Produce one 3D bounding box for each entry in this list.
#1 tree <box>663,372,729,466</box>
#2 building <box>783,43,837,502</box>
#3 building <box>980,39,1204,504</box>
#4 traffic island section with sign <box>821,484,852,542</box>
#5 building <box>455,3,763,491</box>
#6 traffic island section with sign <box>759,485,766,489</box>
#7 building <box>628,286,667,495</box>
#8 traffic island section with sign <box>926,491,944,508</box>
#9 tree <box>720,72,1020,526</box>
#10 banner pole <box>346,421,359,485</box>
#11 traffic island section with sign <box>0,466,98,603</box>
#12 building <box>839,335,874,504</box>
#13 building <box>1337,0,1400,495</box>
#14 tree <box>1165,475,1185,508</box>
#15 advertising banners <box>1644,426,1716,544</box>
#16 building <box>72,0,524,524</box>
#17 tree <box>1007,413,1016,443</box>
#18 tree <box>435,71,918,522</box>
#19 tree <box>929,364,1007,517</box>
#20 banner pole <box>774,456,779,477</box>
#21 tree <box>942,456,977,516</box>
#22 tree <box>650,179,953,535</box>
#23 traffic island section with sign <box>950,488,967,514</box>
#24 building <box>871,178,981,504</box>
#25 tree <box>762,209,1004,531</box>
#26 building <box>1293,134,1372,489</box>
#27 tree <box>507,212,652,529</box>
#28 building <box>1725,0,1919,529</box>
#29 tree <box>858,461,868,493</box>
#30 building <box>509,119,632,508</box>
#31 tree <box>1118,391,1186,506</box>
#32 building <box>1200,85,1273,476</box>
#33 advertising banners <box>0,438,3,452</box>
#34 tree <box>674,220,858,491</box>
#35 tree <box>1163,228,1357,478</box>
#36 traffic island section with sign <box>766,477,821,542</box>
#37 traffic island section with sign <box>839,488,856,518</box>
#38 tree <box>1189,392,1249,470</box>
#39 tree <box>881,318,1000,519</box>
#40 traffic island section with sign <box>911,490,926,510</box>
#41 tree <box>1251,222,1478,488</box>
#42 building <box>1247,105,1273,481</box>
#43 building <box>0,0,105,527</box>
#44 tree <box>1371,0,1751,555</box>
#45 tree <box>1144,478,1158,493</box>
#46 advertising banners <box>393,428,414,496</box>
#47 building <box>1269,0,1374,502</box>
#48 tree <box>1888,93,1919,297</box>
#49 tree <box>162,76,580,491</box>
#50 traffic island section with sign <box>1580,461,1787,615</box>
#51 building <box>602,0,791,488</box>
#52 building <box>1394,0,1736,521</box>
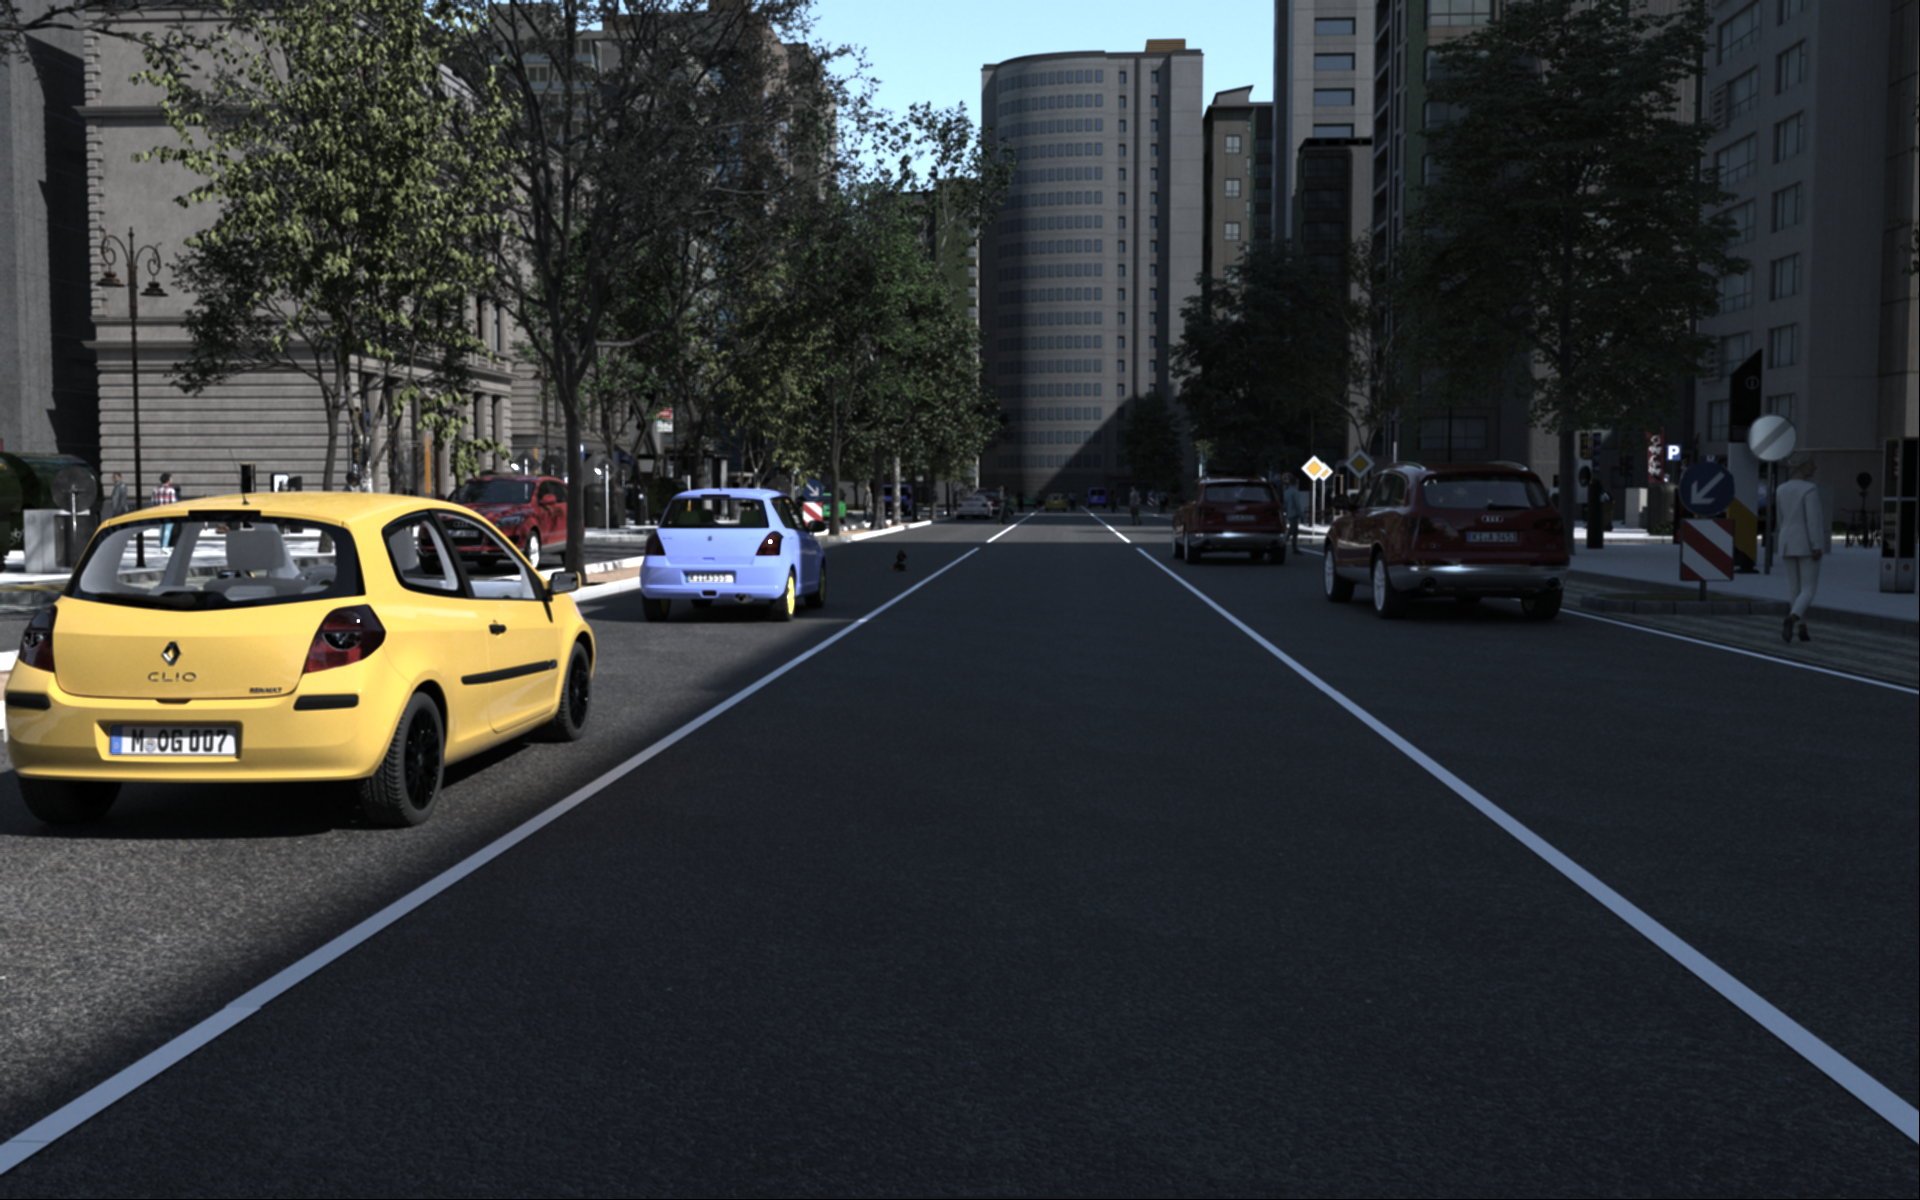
[{"bbox_3d":[-16.156,-9.419,104.369,4.360,8.622,3.978,0,3,0],"label":"tree"},{"bbox_3d":[-24.851,-34.317,184.780,21.600,48.544,21.300,0,4,3],"label":"building"},{"bbox_3d":[16.987,-41.999,228.675,28.212,58.520,21.231,0,4,3],"label":"building"},{"bbox_3d":[-4.368,-2.712,52.485,2.006,1.907,1.989,0,4,3],"label":"traffic island section with sign"},{"bbox_3d":[-33.107,-27.488,141.316,32.217,40.220,23.993,0,4,3],"label":"building"},{"bbox_3d":[-9.013,-4.269,78.418,1.989,1.847,2.006,0,4,3],"label":"traffic island section with sign"},{"bbox_3d":[-27.338,-14.770,108.943,16.820,18.784,16.811,0,4,3],"label":"building"},{"bbox_3d":[-2.685,-10.681,183.264,1.989,1.847,2.006,0,4,3],"label":"traffic island section with sign"},{"bbox_3d":[-4.047,-13.457,78.364,12.611,20.169,13.585,0,3,0],"label":"tree"},{"bbox_3d":[-20.997,-4.275,59.920,0.401,3.779,0.863,1,4,14],"label":"banner pole"},{"bbox_3d":[-12.330,-0.910,23.501,1.989,1.847,2.006,0,4,3],"label":"traffic island section with sign"},{"bbox_3d":[-18.395,-27.928,228.315,14.107,30.474,14.160,0,4,3],"label":"building"},{"bbox_3d":[37.021,-41.287,113.296,20.563,71.187,20.611,0,4,3],"label":"building"},{"bbox_3d":[20.687,-10.514,166.509,1.663,3.219,1.824,0,3,0],"label":"tree"},{"bbox_3d":[18.512,-2.935,44.171,2.074,3.025,0.090,1,4,16],"label":"advertising banners"},{"bbox_3d":[-26.374,-14.876,72.100,11.050,23.489,19.941,0,4,3],"label":"building"},{"bbox_3d":[-0.665,-10.397,106.857,8.767,10.594,7.601,0,4,3],"label":"tree"},{"bbox_3d":[-5.451,-6.126,37.036,8.767,10.594,7.601,0,4,3],"label":"tree"},{"bbox_3d":[-2.242,-9.291,88.783,8.767,10.594,7.601,0,4,3],"label":"tree"},{"bbox_3d":[-11.768,-7.463,112.029,0.401,3.779,0.863,2,4,30],"label":"banner pole"},{"bbox_3d":[-0.445,-9.808,113.188,4.737,8.622,4.395,0,3,0],"label":"tree"},{"bbox_3d":[-4.038,-7.843,56.444,9.928,11.665,9.643,0,3,0],"label":"tree"},{"bbox_3d":[0.150,-7.300,127.488,2.006,1.907,1.989,0,4,3],"label":"traffic island section with sign"},{"bbox_3d":[-4.335,-33.233,226.961,14.086,41.232,14.154,0,4,3],"label":"building"},{"bbox_3d":[-3.160,-9.044,67.328,9.611,12.733,9.660,0,3,0],"label":"tree"},{"bbox_3d":[34.459,-22.713,143.066,14.160,30.474,14.107,0,4,3],"label":"building"},{"bbox_3d":[-13.068,-8.469,64.228,9.928,11.665,9.643,0,3,0],"label":"tree"},{"bbox_3d":[37.167,-23.275,64.147,14.086,41.232,14.154,0,4,3],"label":"building"},{"bbox_3d":[-8.179,-12.282,151.169,4.737,8.622,4.395,0,3,0],"label":"tree"},{"bbox_3d":[-24.224,-14.801,91.149,9.793,20.994,18.267,0,4,3],"label":"building"},{"bbox_3d":[20.945,-16.676,190.773,7.486,12.596,7.792,0,3,0],"label":"tree"},{"bbox_3d":[45.595,-39.275,231.379,27.495,52.752,28.713,0,4,3],"label":"building"},{"bbox_3d":[-29.980,-3.600,55.051,0.090,3.025,2.074,1,4,15],"label":"advertising banners"},{"bbox_3d":[-5.097,-5.545,43.482,4.737,8.622,4.395,0,3,0],"label":"tree"},{"bbox_3d":[14.757,-10.907,84.977,9.857,13.997,8.962,0,3,0],"label":"tree"},{"bbox_3d":[-4.824,-2.260,45.092,2.006,1.907,1.989,0,4,3],"label":"traffic island section with sign"},{"bbox_3d":[-7.389,-5.914,105.324,1.989,1.847,2.006,0,4,3],"label":"traffic island section with sign"},{"bbox_3d":[17.670,-10.188,116.935,4.737,8.622,4.395,0,3,0],"label":"tree"},{"bbox_3d":[-1.621,-10.921,99.139,7.486,12.596,7.792,0,3,0],"label":"tree"},{"bbox_3d":[-4.339,-9.000,155.774,1.989,1.847,2.006,0,4,3],"label":"traffic island section with sign"},{"bbox_3d":[14.001,-7.708,60.442,8.767,10.594,7.601,2,4,26],"label":"tree"},{"bbox_3d":[37.767,-30.684,185.281,14.154,41.232,14.086,0,4,3],"label":"building"},{"bbox_3d":[-43.874,-15.376,69.428,19.932,24.808,12.078,0,4,3],"label":"building"},{"bbox_3d":[12.660,-7.243,36.558,7.486,12.596,7.792,0,3,0],"label":"tree"},{"bbox_3d":[22.333,-12.679,201.907,1.663,3.219,1.824,0,3,0],"label":"tree"},{"bbox_3d":[-14.240,-2.942,44.288,0.090,3.025,2.074,-2,4,-30],"label":"advertising banners"},{"bbox_3d":[40.117,-38.010,163.464,21.231,58.520,28.212,0,4,3],"label":"building"},{"bbox_3d":[15.333,-4.497,23.895,4.737,8.622,4.395,0,3,0],"label":"tree"},{"bbox_3d":[-13.490,-6.295,37.332,7.601,10.594,8.767,0,4,8],"label":"tree"},{"bbox_3d":[8.799,-0.777,21.332,1.989,1.847,2.006,0,4,3],"label":"traffic island section with sign"},{"bbox_3d":[-23.707,-31.178,159.877,14.600,45.320,14.200,0,4,3],"label":"building"},{"bbox_3d":[29.791,-24.814,89.299,14.154,41.232,14.086,0,4,3],"label":"building"}]
